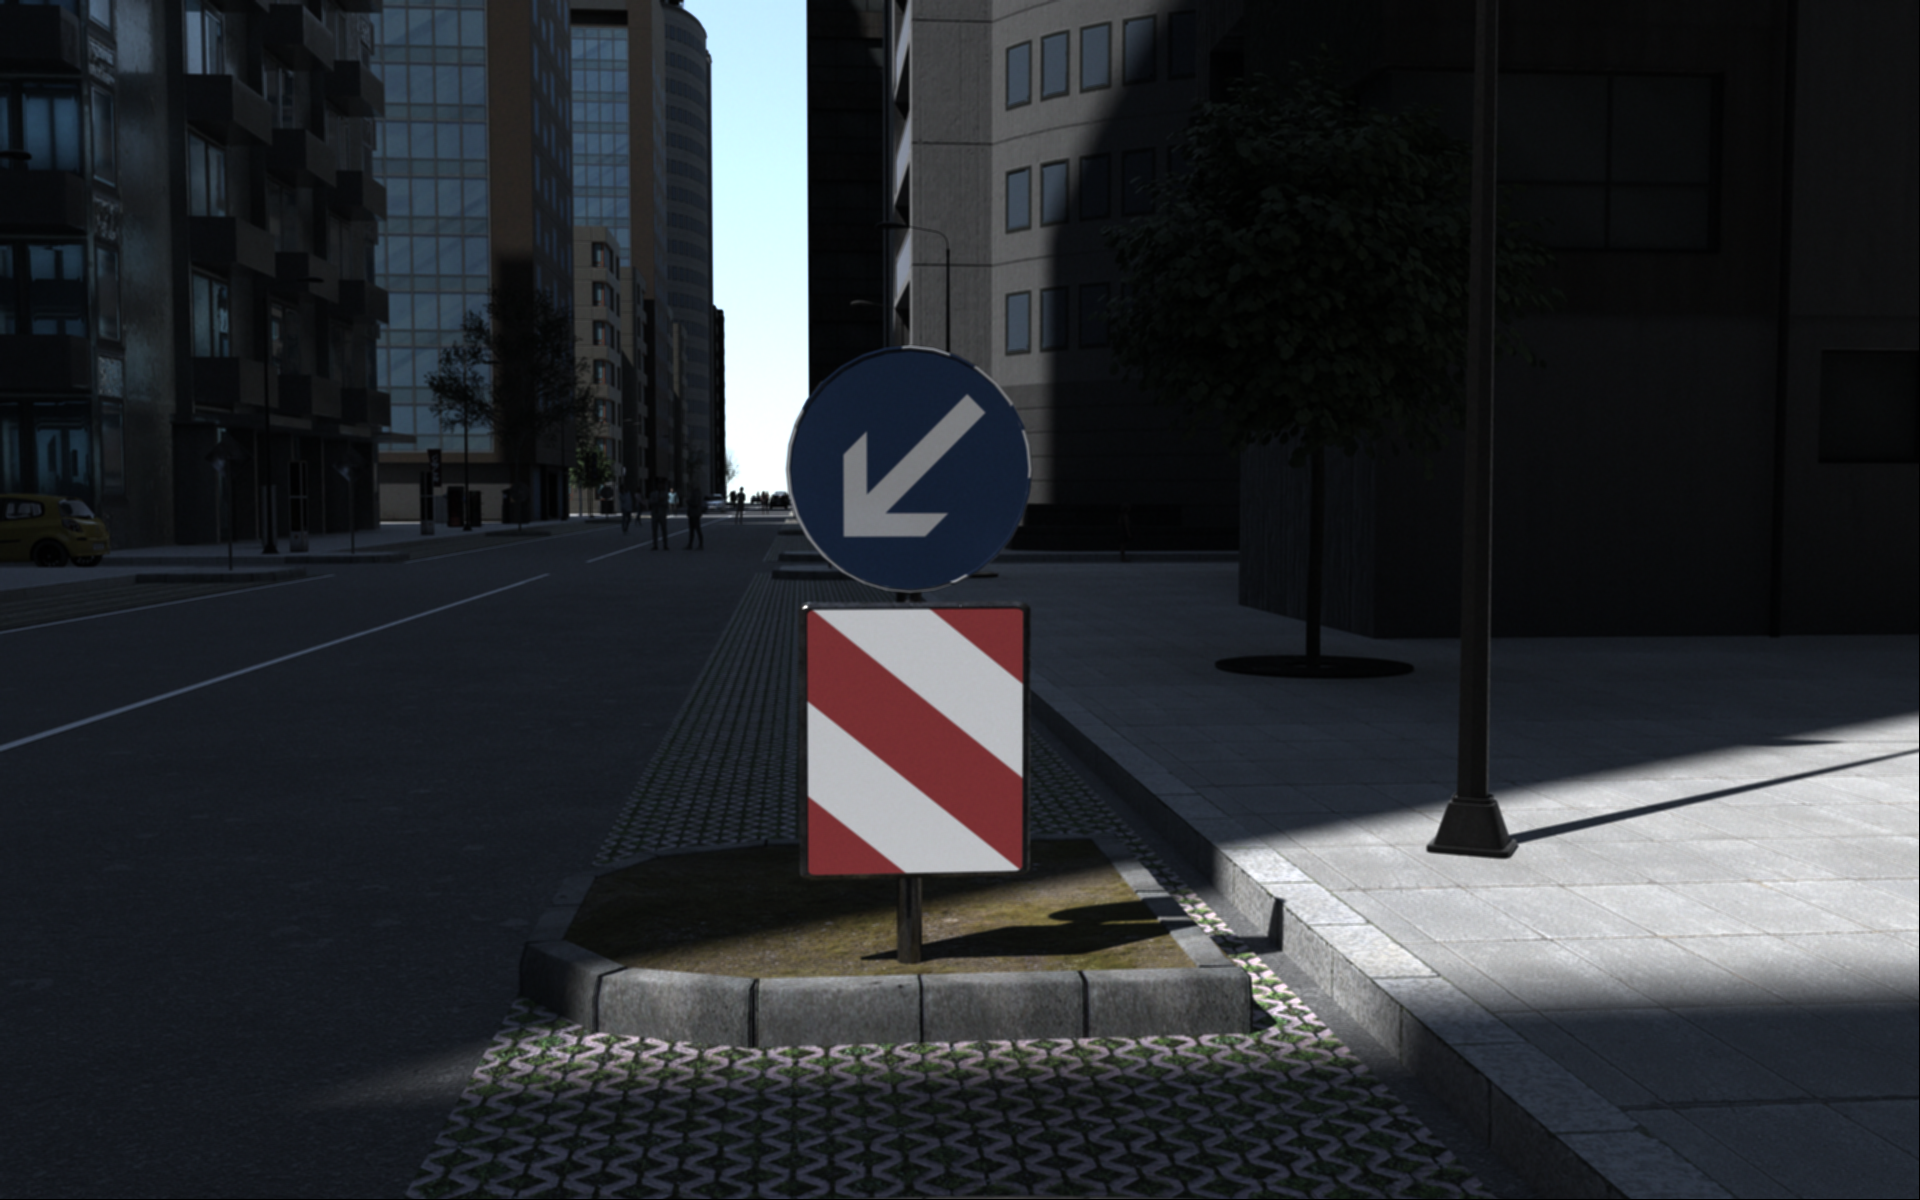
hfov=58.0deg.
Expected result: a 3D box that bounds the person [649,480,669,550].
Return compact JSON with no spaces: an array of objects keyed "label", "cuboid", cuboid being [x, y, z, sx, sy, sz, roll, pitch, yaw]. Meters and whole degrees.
[{"label":"person","cuboid":[-7.715,-2.186,44.426,0.511,1.800,0.466,-1,4,-16]}]

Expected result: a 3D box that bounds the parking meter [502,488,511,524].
[{"label":"parking meter","cuboid":[-19.537,-4.046,74.558,0.372,1.533,0.369,0,3,0]}]

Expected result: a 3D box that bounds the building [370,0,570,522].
[{"label":"building","cuboid":[-26.766,-26.529,83.862,14.600,45.320,14.200,0,4,-5]}]

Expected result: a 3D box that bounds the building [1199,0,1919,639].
[{"label":"building","cuboid":[10.030,-15.301,21.878,14.160,30.474,14.107,0,4,-5]}]

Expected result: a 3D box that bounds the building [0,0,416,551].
[{"label":"building","cuboid":[-29.817,-26.263,49.003,23.786,49.044,30.456,0,4,-5]}]

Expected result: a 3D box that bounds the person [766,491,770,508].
[{"label":"person","cuboid":[-20.404,-10.688,183.968,1.217,1.735,0.721,3,5,43]}]

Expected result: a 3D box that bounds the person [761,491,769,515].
[{"label":"person","cuboid":[-13.421,-6.676,119.114,0.415,1.643,0.593,3,5,44]}]

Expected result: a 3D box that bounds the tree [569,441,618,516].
[{"label":"tree","cuboid":[-22.192,-7.318,103.363,4.285,4.588,4.351,0,3,0]}]

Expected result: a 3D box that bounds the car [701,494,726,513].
[{"label":"car","cuboid":[-18.936,-7.396,132.929,2.014,1.417,4.499,0,4,-6]}]

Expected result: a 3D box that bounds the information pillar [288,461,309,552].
[{"label":"information pillar","cuboid":[-14.644,-2.070,38.328,0.304,2.012,0.304,0,4,2]}]

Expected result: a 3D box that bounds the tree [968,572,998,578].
[{"label":"tree","cuboid":[0.183,-1.980,26.980,1.663,3.219,1.824,0,3,0]}]

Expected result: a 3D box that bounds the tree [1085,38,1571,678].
[{"label":"tree","cuboid":[2.627,-1.763,12.535,4.285,4.588,4.351,0,3,0]}]

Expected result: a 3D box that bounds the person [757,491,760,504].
[{"label":"person","cuboid":[-28.740,-14.582,246.932,0.705,1.822,1.348,0,4,2]}]

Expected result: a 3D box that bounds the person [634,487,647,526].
[{"label":"person","cuboid":[-14.222,-4.131,76.632,0.643,1.750,0.593,-3,5,-41]}]

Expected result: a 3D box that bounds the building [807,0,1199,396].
[{"label":"building","cuboid":[0.905,-18.217,69.544,14.160,30.474,14.107,0,4,-5]}]

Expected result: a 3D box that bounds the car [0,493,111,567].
[{"label":"car","cuboid":[-18.381,-1.388,32.912,3.980,1.641,2.015,0,4,-3]}]

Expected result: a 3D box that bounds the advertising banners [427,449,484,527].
[{"label":"advertising banners","cuboid":[-19.576,-4.343,67.192,2.074,3.025,0.090,-1,4,-9]}]

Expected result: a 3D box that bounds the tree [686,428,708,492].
[{"label":"tree","cuboid":[-29.436,-14.468,186.906,4.360,8.622,3.978,0,3,0]}]

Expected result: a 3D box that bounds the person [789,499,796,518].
[{"label":"person","cuboid":[-9.689,-5.704,101.873,0.709,1.813,0.853,-1,4,-15]}]

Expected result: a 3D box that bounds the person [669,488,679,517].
[{"label":"person","cuboid":[-18.053,-6.151,109.091,0.660,1.820,0.620,0,4,-7]}]

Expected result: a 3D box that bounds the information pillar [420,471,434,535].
[{"label":"information pillar","cuboid":[-16.734,-3.050,54.367,0.304,2.012,0.304,3,4,38]}]

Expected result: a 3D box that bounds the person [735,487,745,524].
[{"label":"person","cuboid":[-10.492,-4.522,82.773,0.599,1.781,0.374,-2,4,-29]}]

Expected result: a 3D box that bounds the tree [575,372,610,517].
[{"label":"tree","cuboid":[-21.751,-9.055,98.409,4.360,8.622,3.978,0,3,0]}]

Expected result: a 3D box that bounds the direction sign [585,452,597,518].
[{"label":"direction sign","cuboid":[-19.923,-6.215,93.608,0.379,3.537,0.876,2,4,29]}]

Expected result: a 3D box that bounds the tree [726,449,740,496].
[{"label":"tree","cuboid":[-36.525,-19.617,271.104,4.360,8.622,3.978,0,3,0]}]

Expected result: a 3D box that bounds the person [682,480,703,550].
[{"label":"person","cuboid":[-6.868,-2.193,44.540,0.526,1.800,0.537,-1,4,-15]}]

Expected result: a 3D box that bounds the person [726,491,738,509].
[{"label":"person","cuboid":[-21.514,-9.435,163.582,1.217,1.723,0.721,-1,4,-19]}]

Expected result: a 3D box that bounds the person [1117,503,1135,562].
[{"label":"person","cuboid":[3.506,-1.428,36.523,0.373,1.253,0.362,0,4,-2]}]

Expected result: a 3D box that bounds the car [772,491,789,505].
[{"label":"car","cuboid":[-23.126,-13.140,223.513,2.281,1.827,5.304,0,4,-7]}]

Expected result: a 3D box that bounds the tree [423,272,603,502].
[{"label":"tree","cuboid":[-19.108,-8.529,73.867,8.767,10.594,7.601,1,4,12]}]

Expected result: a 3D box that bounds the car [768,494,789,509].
[{"label":"car","cuboid":[-17.463,-9.591,166.597,2.009,1.686,4.222,0,4,-7]}]

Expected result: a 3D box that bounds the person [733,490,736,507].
[{"label":"person","cuboid":[-24.095,-10.800,185.070,0.705,1.826,1.348,0,4,4]}]

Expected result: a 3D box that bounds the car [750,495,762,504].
[{"label":"car","cuboid":[-30.527,-15.149,260.264,1.945,1.354,3.894,0,4,-4]}]

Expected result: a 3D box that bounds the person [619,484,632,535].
[{"label":"person","cuboid":[-11.798,-3.200,61.085,0.793,1.790,0.793,0,4,-4]}]
